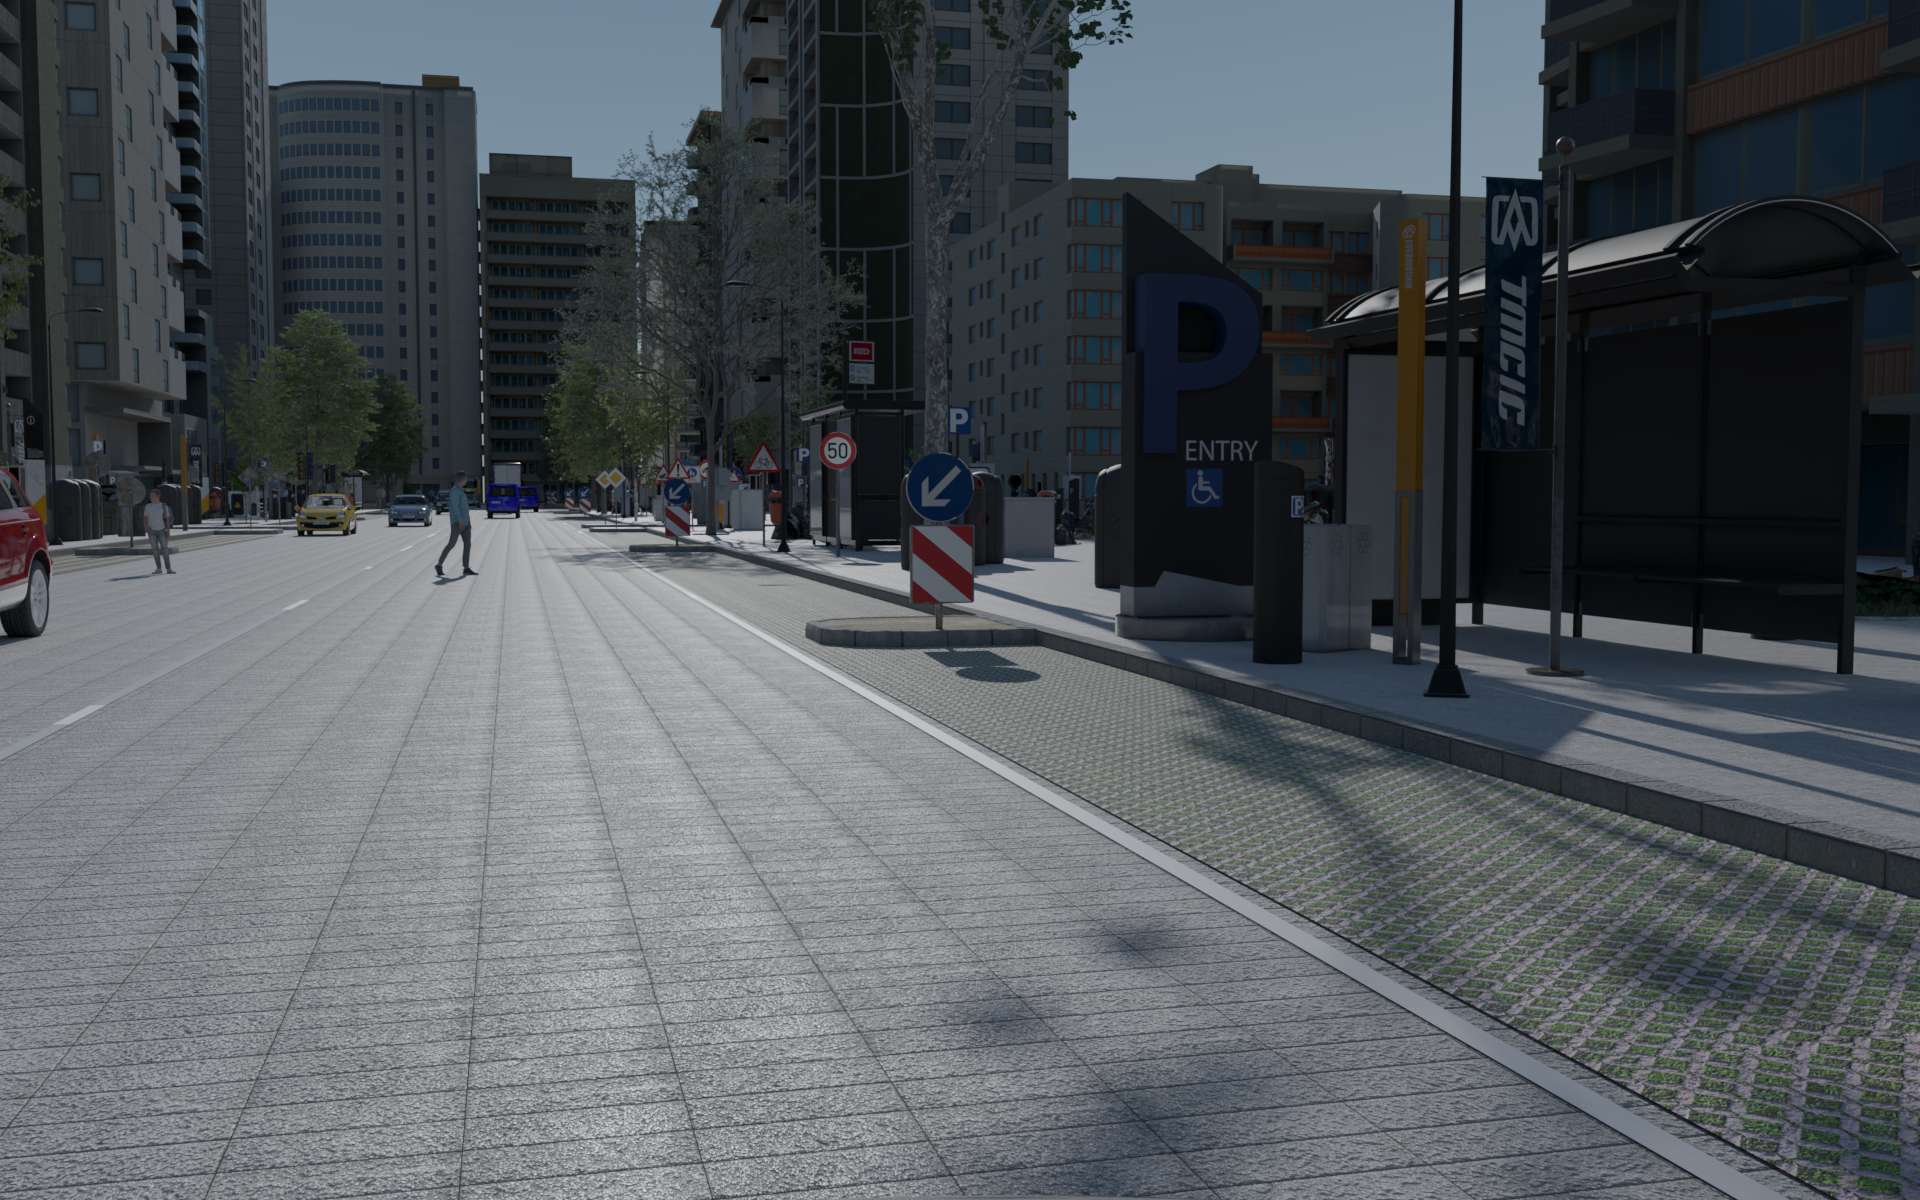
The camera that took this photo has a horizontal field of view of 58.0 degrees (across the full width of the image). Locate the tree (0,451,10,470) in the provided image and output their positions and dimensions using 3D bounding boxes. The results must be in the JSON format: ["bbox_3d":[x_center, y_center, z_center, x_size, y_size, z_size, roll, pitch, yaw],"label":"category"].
[{"bbox_3d":[-45.483,-5.387,82.671,1.663,3.219,1.824,0,3,0],"label":"tree"}]

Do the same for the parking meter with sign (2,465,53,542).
[{"bbox_3d":[-25.083,-3.037,45.912,1.738,3.016,0.543,-1,4,-22],"label":"parking meter with sign"}]

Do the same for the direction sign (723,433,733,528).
[{"bbox_3d":[-8.706,-4.471,65.096,0.379,3.537,0.876,-2,4,-30],"label":"direction sign"}]

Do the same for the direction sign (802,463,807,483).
[{"bbox_3d":[-11.435,-8.095,124.345,0.876,3.537,0.379,1,4,8],"label":"direction sign"}]

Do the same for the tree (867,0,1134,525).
[{"bbox_3d":[0.920,-10.406,26.019,12.611,20.169,13.585,0,3,0],"label":"tree"}]

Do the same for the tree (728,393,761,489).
[{"bbox_3d":[-14.163,-10.455,121.304,4.737,8.622,4.395,0,3,0],"label":"tree"}]

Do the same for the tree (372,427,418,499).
[{"bbox_3d":[-57.163,-13.604,172.788,4.737,8.622,4.395,0,3,0],"label":"tree"}]

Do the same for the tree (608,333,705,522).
[{"bbox_3d":[-13.769,-7.844,78.618,4.737,8.622,4.395,0,3,0],"label":"tree"}]

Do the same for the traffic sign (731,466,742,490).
[{"bbox_3d":[-10.429,-4.873,79.773,0.768,2.556,0.104,0,4,-6],"label":"traffic sign"}]

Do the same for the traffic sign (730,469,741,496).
[{"bbox_3d":[-10.143,-4.687,76.638,0.884,2.594,0.081,-1,4,-10],"label":"traffic sign"}]

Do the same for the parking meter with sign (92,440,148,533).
[{"bbox_3d":[-27.484,-3.705,56.845,0.543,3.016,1.738,2,4,27],"label":"parking meter with sign"}]

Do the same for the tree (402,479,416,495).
[{"bbox_3d":[-62.968,-12.370,196.848,1.663,3.219,1.824,0,3,0],"label":"tree"}]

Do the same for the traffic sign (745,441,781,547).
[{"bbox_3d":[-4.798,-2.588,42.312,0.884,2.594,0.081,-1,4,-13],"label":"traffic sign"}]

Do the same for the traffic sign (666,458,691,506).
[{"bbox_3d":[-10.028,-3.772,61.676,0.884,2.594,0.081,0,4,-7],"label":"traffic sign"}]

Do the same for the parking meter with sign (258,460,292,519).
[{"bbox_3d":[-35.014,-5.651,88.661,1.738,3.016,0.543,1,4,21],"label":"parking meter with sign"}]

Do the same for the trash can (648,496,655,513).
[{"bbox_3d":[-20.351,-6.315,114.896,0.748,1.137,0.748,0,3,0],"label":"trash can"}]

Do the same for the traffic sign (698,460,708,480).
[{"bbox_3d":[-9.330,-3.914,64.096,0.768,2.556,0.104,-1,4,-10],"label":"traffic sign"}]

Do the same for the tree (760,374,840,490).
[{"bbox_3d":[-8.542,-9.312,102.607,4.737,8.622,4.395,0,3,0],"label":"tree"}]

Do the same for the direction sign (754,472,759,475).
[{"bbox_3d":[-12.191,-6.839,103.816,0.379,3.537,0.876,-2,4,-28],"label":"direction sign"}]

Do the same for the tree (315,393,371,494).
[{"bbox_3d":[-43.642,-10.394,120.303,4.737,8.622,4.395,0,3,0],"label":"tree"}]

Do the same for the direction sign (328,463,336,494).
[{"bbox_3d":[-41.756,-7.532,115.142,0.876,3.537,0.379,3,4,39],"label":"direction sign"}]

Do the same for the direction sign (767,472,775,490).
[{"bbox_3d":[-15.187,-8.996,139.087,0.379,3.537,0.876,3,4,38],"label":"direction sign"}]

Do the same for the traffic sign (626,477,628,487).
[{"bbox_3d":[-25.381,-8.027,131.339,0.768,2.556,0.104,-1,4,-11],"label":"traffic sign"}]

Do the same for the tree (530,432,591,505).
[{"bbox_3d":[-46.262,-17.679,206.054,9.611,12.733,9.660,0,3,0],"label":"tree"}]

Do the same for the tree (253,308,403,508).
[{"bbox_3d":[-39.049,-11.485,105.909,7.486,12.596,7.792,0,3,0],"label":"tree"}]

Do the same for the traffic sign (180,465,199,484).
[{"bbox_3d":[-33.836,-4.647,76.079,0.768,2.556,0.104,0,4,-7],"label":"traffic sign"}]

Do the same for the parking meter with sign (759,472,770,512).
[{"bbox_3d":[-14.255,-7.995,126.978,0.543,3.016,1.738,2,4,25],"label":"parking meter with sign"}]

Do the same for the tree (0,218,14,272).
[{"bbox_3d":[-18.965,-5.625,26.374,8.767,10.594,7.601,-1,4,-18],"label":"tree"}]

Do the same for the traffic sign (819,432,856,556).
[{"bbox_3d":[-2.509,-2.169,35.568,0.768,2.556,0.104,0,4,-5],"label":"traffic sign"}]

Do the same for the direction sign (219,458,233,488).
[{"bbox_3d":[-45.838,-7.131,108.585,0.876,3.537,0.379,2,4,34],"label":"direction sign"}]

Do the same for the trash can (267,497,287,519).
[{"bbox_3d":[-34.387,-4.642,87.551,0.748,1.137,0.748,0,3,0],"label":"trash can"}]

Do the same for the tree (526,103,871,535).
[{"bbox_3d":[-7.716,-8.785,54.004,12.009,13.543,11.850,0,3,0],"label":"tree"}]

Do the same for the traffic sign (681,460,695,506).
[{"bbox_3d":[-10.164,-3.917,64.150,0.768,2.556,0.104,-1,4,-8],"label":"traffic sign"}]

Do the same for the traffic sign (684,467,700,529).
[{"bbox_3d":[-9.789,-3.743,63.328,0.606,2.300,0.079,-1,4,-9],"label":"traffic sign"}]

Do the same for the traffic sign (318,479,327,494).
[{"bbox_3d":[-49.467,-8.136,134.211,0.795,2.450,0.064,-1,4,-10],"label":"traffic sign"}]

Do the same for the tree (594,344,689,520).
[{"bbox_3d":[-15.572,-8.188,84.237,4.360,8.622,3.978,0,3,0],"label":"tree"}]

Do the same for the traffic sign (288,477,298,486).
[{"bbox_3d":[-49.561,-7.867,128.729,0.768,2.556,0.104,-1,4,-9],"label":"traffic sign"}]

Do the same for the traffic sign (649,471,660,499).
[{"bbox_3d":[-16.437,-5.715,93.547,0.768,2.556,0.104,-1,4,-10],"label":"traffic sign"}]

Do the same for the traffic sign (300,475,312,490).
[{"bbox_3d":[-43.601,-7.056,115.476,0.768,2.556,0.104,-1,4,-12],"label":"traffic sign"}]

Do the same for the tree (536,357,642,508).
[{"bbox_3d":[-32.733,-15.185,154.935,9.857,13.997,8.962,0,3,0],"label":"tree"}]

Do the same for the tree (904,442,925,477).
[{"bbox_3d":[-1.208,-4.186,63.040,1.663,3.219,1.824,0,3,0],"label":"tree"}]

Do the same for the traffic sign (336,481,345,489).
[{"bbox_3d":[-48.450,-8.156,135.477,0.606,2.300,0.079,-1,4,-9],"label":"traffic sign"}]

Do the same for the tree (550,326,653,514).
[{"bbox_3d":[-23.206,-11.968,113.807,7.486,12.596,7.792,0,3,0],"label":"tree"}]

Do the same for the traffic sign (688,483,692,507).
[{"bbox_3d":[-15.516,-6.128,100.299,0.768,2.556,0.104,-1,4,-13],"label":"traffic sign"}]

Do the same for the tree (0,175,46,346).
[{"bbox_3d":[-20.976,-5.210,35.541,4.737,8.622,4.395,0,3,0],"label":"tree"}]

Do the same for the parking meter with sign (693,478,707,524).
[{"bbox_3d":[-10.795,-4.762,74.114,0.543,3.016,1.738,1,4,11],"label":"parking meter with sign"}]

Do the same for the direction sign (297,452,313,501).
[{"bbox_3d":[-35.687,-6.267,94.465,0.379,3.537,0.876,3,5,39],"label":"direction sign"}]

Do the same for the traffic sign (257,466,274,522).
[{"bbox_3d":[-31.526,-4.802,78.624,0.768,2.556,0.104,-1,4,-12],"label":"traffic sign"}]

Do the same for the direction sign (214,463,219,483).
[{"bbox_3d":[-53.534,-8.158,125.381,0.876,3.537,0.379,0,4,-6],"label":"direction sign"}]

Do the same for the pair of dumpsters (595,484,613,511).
[{"bbox_3d":[-26.381,-7.759,129.351,1.574,2.255,4.437,-1,4,-14],"label":"pair of dumpsters"}]

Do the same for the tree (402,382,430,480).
[{"bbox_3d":[-53.168,-14.915,161.988,7.486,12.596,7.792,0,3,0],"label":"tree"}]

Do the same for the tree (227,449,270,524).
[{"bbox_3d":[-30.950,-4.906,74.814,1.663,3.219,1.824,0,3,0],"label":"tree"}]

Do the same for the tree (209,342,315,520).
[{"bbox_3d":[-34.113,-8.171,83.956,4.737,8.622,4.395,0,3,0],"label":"tree"}]

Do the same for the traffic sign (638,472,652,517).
[{"bbox_3d":[-17.891,-6.040,98.753,0.884,2.594,0.081,0,4,-7],"label":"traffic sign"}]
